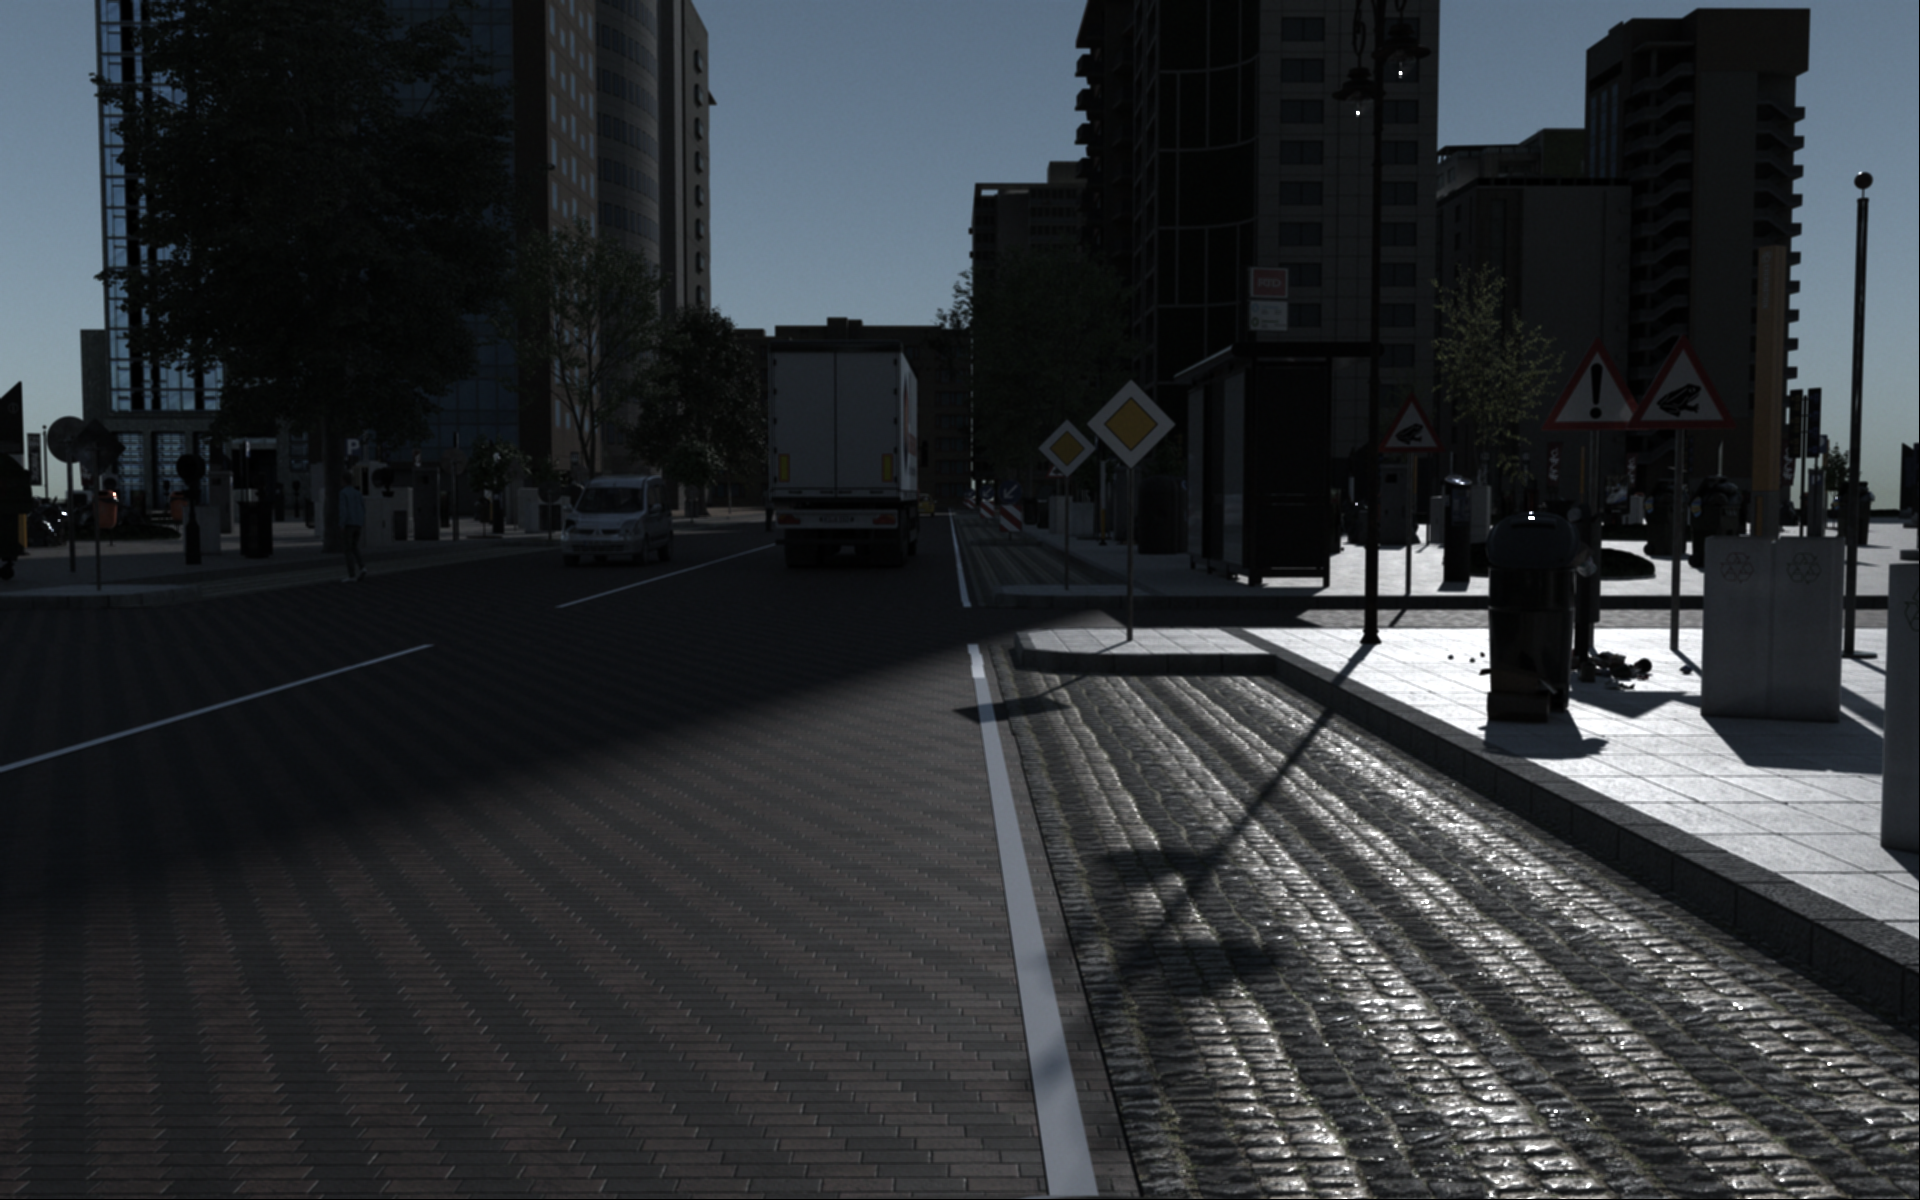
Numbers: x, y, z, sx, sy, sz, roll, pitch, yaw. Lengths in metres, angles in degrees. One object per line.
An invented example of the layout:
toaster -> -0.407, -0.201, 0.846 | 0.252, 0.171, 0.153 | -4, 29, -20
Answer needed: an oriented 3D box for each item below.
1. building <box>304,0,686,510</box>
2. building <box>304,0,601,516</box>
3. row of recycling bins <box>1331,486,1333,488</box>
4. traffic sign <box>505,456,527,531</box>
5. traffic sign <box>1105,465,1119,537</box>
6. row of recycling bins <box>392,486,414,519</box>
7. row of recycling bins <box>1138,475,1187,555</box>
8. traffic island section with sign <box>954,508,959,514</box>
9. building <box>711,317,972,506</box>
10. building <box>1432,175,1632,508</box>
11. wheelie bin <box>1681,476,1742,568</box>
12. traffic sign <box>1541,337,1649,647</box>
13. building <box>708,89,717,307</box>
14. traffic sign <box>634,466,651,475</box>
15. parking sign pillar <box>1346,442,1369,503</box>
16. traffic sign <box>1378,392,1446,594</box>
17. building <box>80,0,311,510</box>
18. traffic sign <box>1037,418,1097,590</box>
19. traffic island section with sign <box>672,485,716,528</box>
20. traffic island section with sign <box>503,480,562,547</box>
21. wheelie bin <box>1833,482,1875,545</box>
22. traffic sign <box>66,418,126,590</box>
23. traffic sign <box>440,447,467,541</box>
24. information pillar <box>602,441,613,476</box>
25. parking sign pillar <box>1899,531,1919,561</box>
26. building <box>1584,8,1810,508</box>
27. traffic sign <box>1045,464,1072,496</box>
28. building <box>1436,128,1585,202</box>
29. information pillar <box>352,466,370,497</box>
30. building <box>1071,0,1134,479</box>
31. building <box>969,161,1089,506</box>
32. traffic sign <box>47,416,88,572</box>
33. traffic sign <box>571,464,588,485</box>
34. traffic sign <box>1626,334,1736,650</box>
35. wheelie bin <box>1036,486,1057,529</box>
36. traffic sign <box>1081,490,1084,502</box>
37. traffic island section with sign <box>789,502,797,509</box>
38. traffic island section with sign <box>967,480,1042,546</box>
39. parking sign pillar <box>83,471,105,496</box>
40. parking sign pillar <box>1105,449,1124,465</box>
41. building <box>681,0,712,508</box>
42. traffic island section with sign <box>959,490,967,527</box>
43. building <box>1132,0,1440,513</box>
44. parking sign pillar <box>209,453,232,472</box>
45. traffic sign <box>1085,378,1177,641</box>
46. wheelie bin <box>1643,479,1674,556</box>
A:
building -> -32.902, -35.754, 126.578 | 21.231, 58.520, 28.212 | 0, 4, 0
building -> -30.412, -27.846, 105.392 | 14.600, 45.320, 14.200 | 0, 4, 0
row of recycling bins -> 17.115, -4.678, 83.593 | 1.069, 1.692, 3.534 | -1, 4, -12
traffic sign -> -15.353, -3.652, 59.719 | 0.884, 2.594, 0.081 | 0, 4, 7
traffic sign -> 4.427, -3.015, 51.419 | 0.606, 2.300, 0.079 | 0, 4, 6
row of recycling bins -> -29.080, -5.079, 90.158 | 1.069, 1.692, 3.534 | -3, 4, -38
row of recycling bins -> 4.826, -1.906, 38.277 | 1.069, 1.692, 3.534 | 2, 4, 28
traffic island section with sign -> 0.682, -7.119, 125.021 | 1.989, 1.847, 2.006 | 0, 4, 0
building -> -13.283, -21.941, 203.777 | 28.899, 21.520, 27.650 | 0, 4, 0
building -> 52.383, -23.778, 160.469 | 14.107, 30.474, 14.160 | 0, 4, 0
wheelie bin -> 13.206, -1.367, 30.259 | 0.980, 1.594, 0.693 | -2, 4, -35
traffic sign -> 5.290, -0.885, 14.478 | 0.884, 2.594, 0.081 | 0, 4, 5
building -> -41.748, -37.526, 202.792 | 27.495, 52.752, 28.713 | 0, 4, 0
traffic sign -> -14.286, -4.758, 77.907 | 0.768, 2.556, 0.104 | 0, 4, 1
parking sign pillar -> 20.445, -6.128, 88.670 | 1.447, 3.967, 1.447 | 3, 5, 40
traffic sign -> 5.759, -1.357, 22.187 | 0.884, 2.594, 0.081 | 0, 4, 1
building -> -60.685, -51.347, 152.187 | 31.000, 86.520, 22.319 | 0, 4, 0
traffic sign -> 1.423, -1.190, 23.096 | 0.795, 2.450, 0.064 | 0, 4, 0
traffic island section with sign -> -11.561, -4.037, 74.640 | 1.989, 1.847, 2.006 | 0, 4, 0
traffic island section with sign -> -11.355, -2.389, 47.685 | 1.989, 1.847, 2.006 | 0, 4, 0
wheelie bin -> 22.735, -2.207, 43.999 | 0.980, 1.594, 0.693 | 0, 4, 4
traffic sign -> -11.471, -1.185, 23.019 | 0.795, 2.450, 0.064 | 0, 4, 0
traffic sign -> -13.822, -2.886, 47.286 | 0.768, 2.556, 0.104 | 1, 4, 9
information pillar -> -15.687, -5.238, 76.999 | 0.504, 3.616, 0.183 | -3, 5, -40
parking sign pillar -> 19.067, -2.756, 33.526 | 1.447, 3.967, 1.447 | 0, 4, 7
building -> 66.547, -31.102, 158.627 | 14.200, 45.320, 14.600 | 0, 4, 0
traffic sign -> 3.249, -3.502, 57.265 | 0.884, 2.594, 0.081 | 0, 4, 5
building -> 61.874, -31.395, 196.900 | 14.086, 41.232, 14.154 | 0, 4, 0
information pillar -> -15.631, -2.491, 45.221 | 0.304, 2.012, 0.304 | 2, 4, 25
building -> 21.449, -30.366, 151.104 | 22.147, 44.769, 28.867 | 0, 4, 0
building -> 13.150, -31.379, 204.932 | 23.993, 40.220, 32.217 | 0, 4, 0
traffic sign -> -14.580, -1.730, 28.389 | 0.768, 2.556, 0.104 | 0, 4, 1
traffic sign -> -16.251, -4.517, 73.952 | 0.768, 2.556, 0.104 | 0, 4, 4
traffic sign -> 5.893, -0.869, 14.217 | 0.884, 2.594, 0.081 | 0, 4, 3
wheelie bin -> 3.261, -3.443, 64.197 | 0.693, 1.594, 0.980 | -3, 5, -42
traffic sign -> 3.870, -3.336, 54.645 | 0.768, 2.556, 0.104 | 0, 4, 3
traffic island section with sign -> -11.950, -7.108, 124.839 | 1.989, 1.847, 2.006 | 0, 4, 0
traffic island section with sign -> 1.269, -2.422, 48.223 | 1.989, 1.847, 2.006 | 0, 4, 0
parking sign pillar -> -48.521, -6.641, 97.046 | 1.447, 3.967, 1.447 | 2, 4, 24
parking sign pillar -> 8.132, -6.151, 89.049 | 1.447, 3.967, 1.447 | -1, 4, -9
building -> -34.358, -32.499, 155.062 | 21.600, 48.544, 21.300 | 0, 4, 0
traffic island section with sign -> 1.058, -4.102, 75.688 | 1.989, 1.847, 2.006 | 0, 4, 0
building -> 21.723, -42.040, 125.607 | 20.563, 71.187, 20.611 | 0, 4, 0
parking sign pillar -> -40.344, -6.486, 94.519 | 1.447, 3.967, 1.447 | 2, 4, 26
traffic sign -> 1.484, -0.701, 15.111 | 0.795, 2.450, 0.064 | 0, 4, 0
wheelie bin -> 14.832, -1.738, 36.329 | 0.980, 1.594, 0.693 | -2, 4, -29
